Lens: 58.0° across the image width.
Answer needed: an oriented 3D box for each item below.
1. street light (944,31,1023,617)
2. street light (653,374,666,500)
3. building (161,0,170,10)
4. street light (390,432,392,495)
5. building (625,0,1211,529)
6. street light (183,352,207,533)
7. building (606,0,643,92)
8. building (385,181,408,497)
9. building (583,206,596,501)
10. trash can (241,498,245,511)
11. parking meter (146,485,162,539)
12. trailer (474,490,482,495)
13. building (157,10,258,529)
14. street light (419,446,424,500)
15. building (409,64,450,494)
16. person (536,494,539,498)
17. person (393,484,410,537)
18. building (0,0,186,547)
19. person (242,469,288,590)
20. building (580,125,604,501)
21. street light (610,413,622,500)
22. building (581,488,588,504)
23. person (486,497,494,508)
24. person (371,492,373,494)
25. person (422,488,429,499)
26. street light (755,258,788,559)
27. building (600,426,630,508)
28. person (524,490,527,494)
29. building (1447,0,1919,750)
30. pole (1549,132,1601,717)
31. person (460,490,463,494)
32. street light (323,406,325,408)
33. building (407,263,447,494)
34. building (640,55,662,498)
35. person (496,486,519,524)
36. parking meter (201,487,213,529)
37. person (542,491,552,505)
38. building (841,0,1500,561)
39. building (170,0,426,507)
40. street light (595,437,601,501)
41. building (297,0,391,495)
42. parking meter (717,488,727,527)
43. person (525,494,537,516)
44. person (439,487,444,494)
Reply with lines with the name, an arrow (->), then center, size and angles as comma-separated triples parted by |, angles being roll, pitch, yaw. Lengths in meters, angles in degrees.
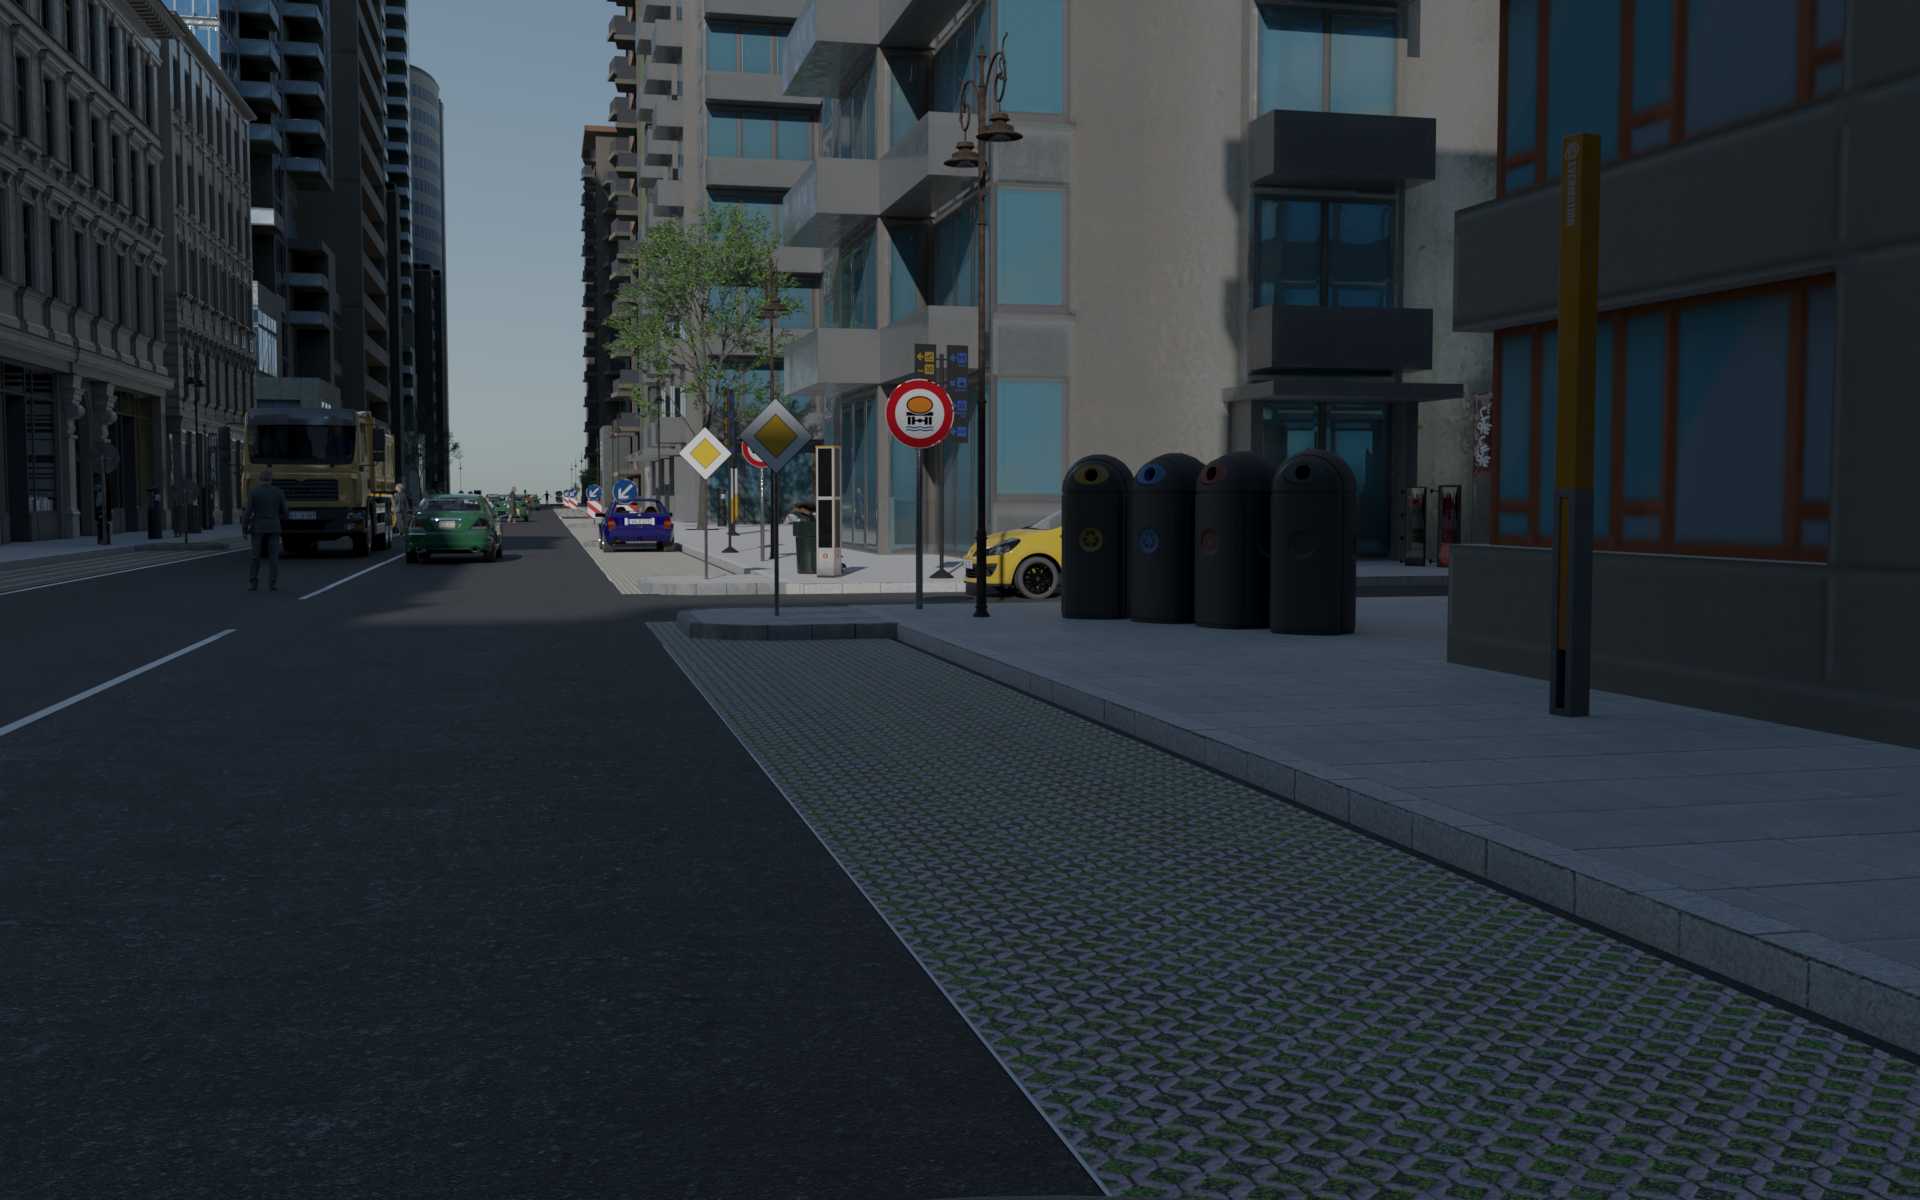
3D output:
street light -> 0.224, -2.761, 17.937 | 0.468, 5.910, 1.993 | -1, 4, -14
street light -> -11.625, -5.756, 66.893 | 0.468, 5.910, 1.993 | -1, 4, -14
building -> -50.001, -48.535, 106.214 | 22.319, 86.520, 31.000 | -1, 4, -14
street light -> -42.680, -9.615, 129.988 | 0.468, 5.910, 1.993 | -1, 4, -14
building -> -4.465, -28.544, 86.303 | 23.786, 49.044, 30.456 | -1, 4, -14
street light -> -24.834, -5.112, 56.371 | 0.468, 5.910, 1.993 | -1, 4, -14
building -> -14.844, -29.076, 130.012 | 22.147, 44.769, 28.867 | -1, 4, -14
building -> -56.814, -23.267, 152.120 | 14.160, 30.474, 14.107 | -1, 4, -14
building -> -46.759, -36.651, 249.347 | 14.600, 45.320, 14.200 | -1, 4, -14
trash can -> -27.041, -3.327, 66.055 | 0.748, 1.137, 0.748 | 0, 3, 0
parking meter -> -22.912, -2.499, 49.267 | 0.372, 1.533, 0.369 | 0, 3, 0
trailer -> -69.685, -14.867, 250.125 | 1.471, 1.999, 3.904 | -1, 4, -12
building -> -34.879, -13.507, 69.988 | 9.793, 20.994, 18.267 | -1, 4, -14
street light -> -50.574, -11.609, 162.586 | 0.468, 5.910, 1.993 | -1, 4, -14
building -> -80.561, -42.238, 232.596 | 21.231, 58.520, 28.212 | -1, 4, -14
person -> -57.069, -13.559, 233.450 | 1.065, 1.426, 0.557 | 2, 4, 27
person -> -18.642, -2.993, 57.864 | 0.534, 1.772, 0.576 | 0, 4, -1
building -> -27.867, -11.633, 41.105 | 10.553, 20.767, 40.483 | -1, 4, -14
person -> -10.397, -1.053, 25.887 | 0.661, 1.801, 0.590 | -2, 4, -32
building -> -33.384, -33.688, 205.421 | 22.147, 44.769, 28.867 | -1, 4, -14
street light -> -19.534, -7.723, 99.051 | 0.468, 5.910, 1.993 | -1, 4, -14
building -> -34.519, -33.061, 232.427 | 32.217, 40.220, 23.993 | -1, 4, -14
person -> -20.962, -3.934, 77.106 | 0.425, 1.301, 0.394 | 0, 4, -1
person -> -26.546, -4.227, 77.735 | 0.709, 1.813, 0.853 | 0, 4, 6
person -> -29.488, -5.304, 95.553 | 0.374, 1.781, 0.599 | -2, 4, -27
street light -> -3.693, -3.747, 34.050 | 0.468, 5.910, 1.993 | -1, 4, -14
building -> -21.523, -51.737, 158.576 | 22.319, 86.520, 31.000 | -1, 4, -14
person -> -38.915, -8.956, 154.900 | 0.705, 1.831, 1.348 | -1, 4, -12
building -> 20.546, -9.586, 1.778 | 27.650, 21.520, 28.899 | -1, 4, -14
pole -> 3.534, -0.985, 9.948 | 0.158, 3.312, 0.155 | 0, 3, 0
person -> -40.129, -7.988, 139.840 | 0.721, 1.736, 1.217 | -1, 4, -20
street light -> -32.799, -7.138, 89.495 | 0.468, 5.910, 1.993 | -1, 4, -14
building -> -71.057, -26.990, 212.981 | 14.160, 30.474, 14.107 | -1, 4, -14
building -> -12.942, -20.619, 108.814 | 14.160, 30.474, 14.107 | -1, 4, -14
person -> -21.536, -4.492, 82.163 | 0.699, 1.804, 1.509 | 3, 5, 43
parking meter -> -27.525, -3.359, 63.329 | 0.372, 1.533, 0.369 | 0, 3, 0
person -> -52.364, -12.930, 219.529 | 1.348, 1.869, 0.705 | -1, 4, -23
building -> 10.742, -25.879, 42.723 | 30.456, 49.044, 23.786 | -1, 4, -14
building -> -70.213, -53.556, 188.314 | 22.319, 86.520, 31.000 | -1, 4, -14
street light -> -29.514, -10.295, 141.108 | 0.468, 5.910, 1.993 | -1, 4, -14
building -> -56.271, -31.160, 133.160 | 21.300, 48.544, 21.600 | -1, 4, -14
parking meter -> -9.391, -3.666, 68.350 | 0.372, 1.533, 0.369 | 0, 3, 0
person -> -28.484, -6.281, 114.454 | 1.065, 1.426, 0.557 | -1, 4, -22
person -> -27.638, -5.100, 92.224 | 0.374, 1.781, 0.599 | 0, 4, 6
